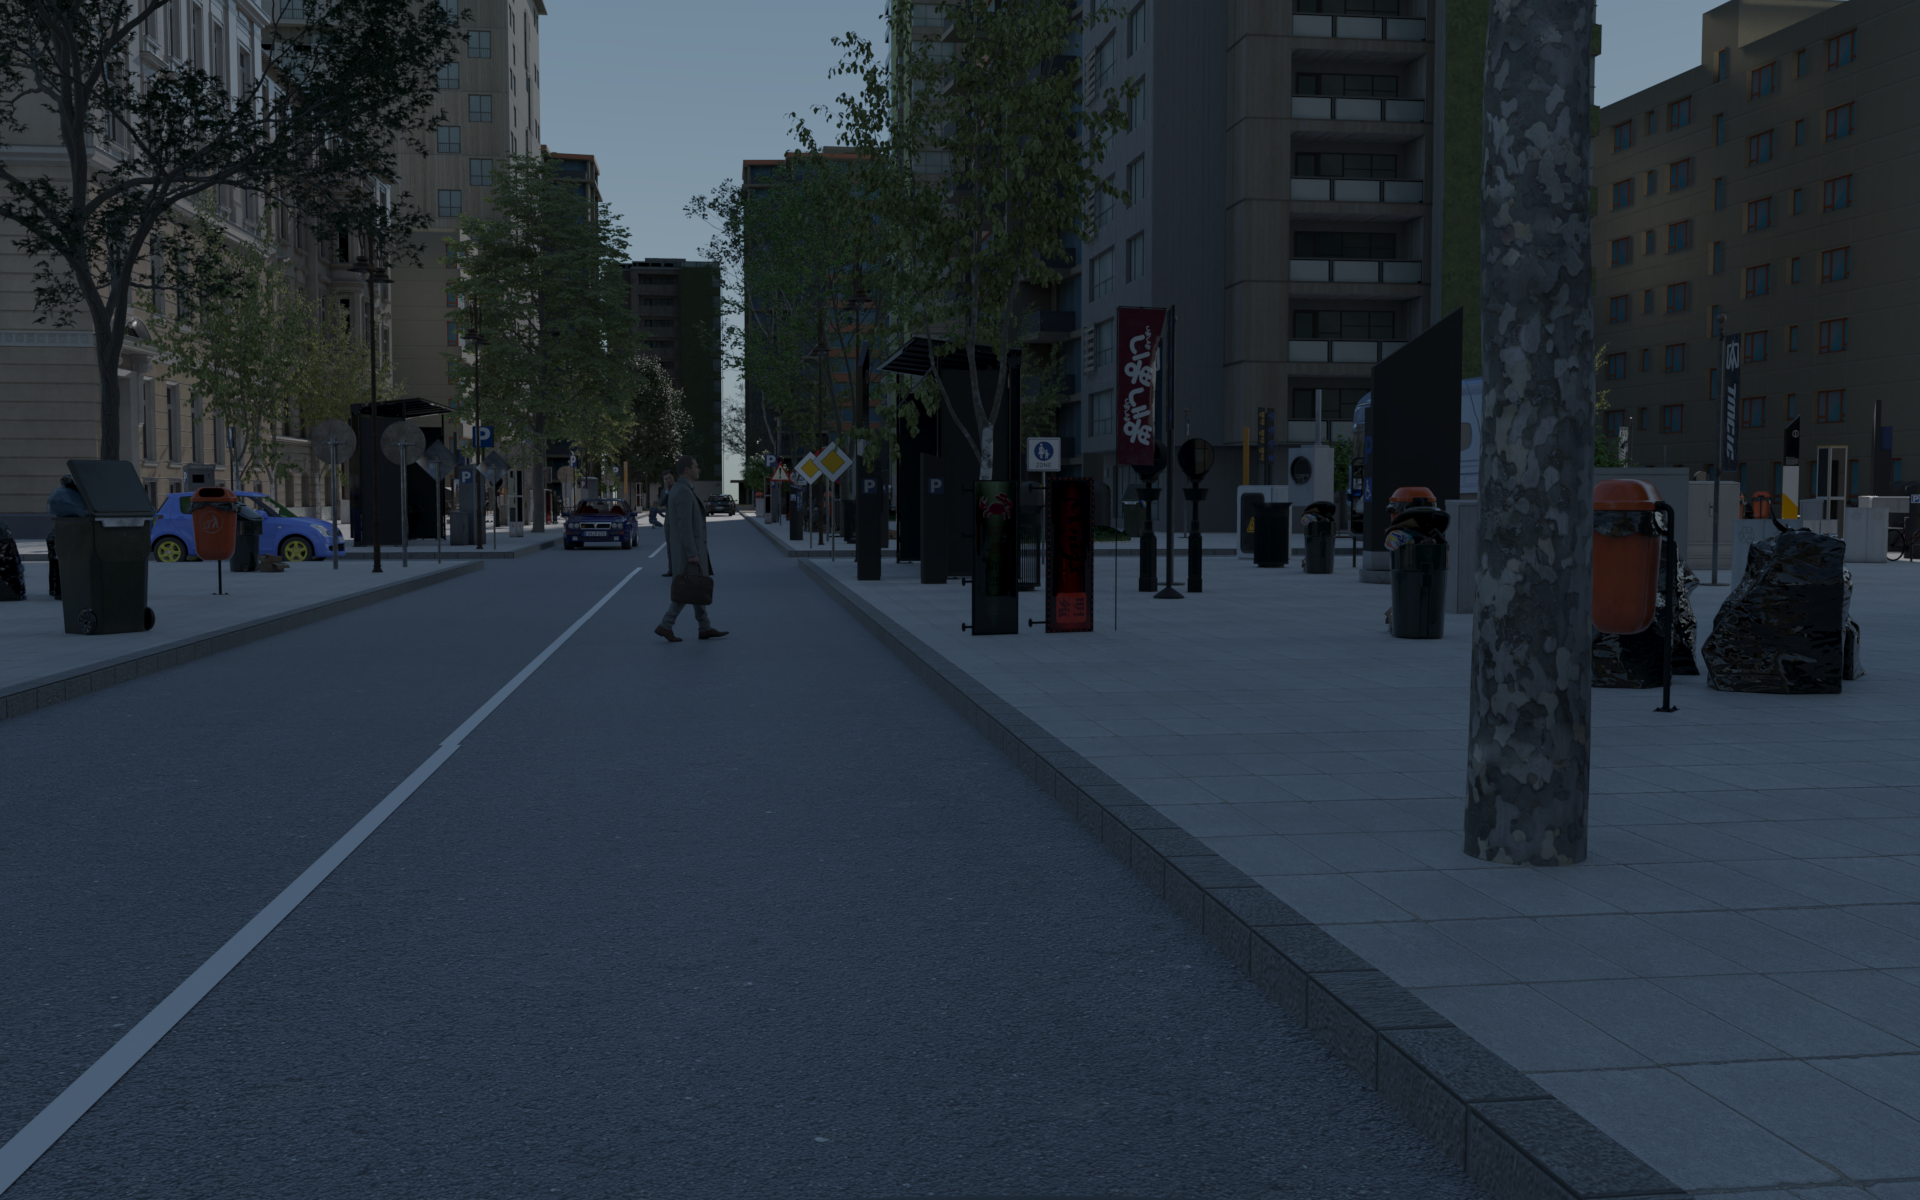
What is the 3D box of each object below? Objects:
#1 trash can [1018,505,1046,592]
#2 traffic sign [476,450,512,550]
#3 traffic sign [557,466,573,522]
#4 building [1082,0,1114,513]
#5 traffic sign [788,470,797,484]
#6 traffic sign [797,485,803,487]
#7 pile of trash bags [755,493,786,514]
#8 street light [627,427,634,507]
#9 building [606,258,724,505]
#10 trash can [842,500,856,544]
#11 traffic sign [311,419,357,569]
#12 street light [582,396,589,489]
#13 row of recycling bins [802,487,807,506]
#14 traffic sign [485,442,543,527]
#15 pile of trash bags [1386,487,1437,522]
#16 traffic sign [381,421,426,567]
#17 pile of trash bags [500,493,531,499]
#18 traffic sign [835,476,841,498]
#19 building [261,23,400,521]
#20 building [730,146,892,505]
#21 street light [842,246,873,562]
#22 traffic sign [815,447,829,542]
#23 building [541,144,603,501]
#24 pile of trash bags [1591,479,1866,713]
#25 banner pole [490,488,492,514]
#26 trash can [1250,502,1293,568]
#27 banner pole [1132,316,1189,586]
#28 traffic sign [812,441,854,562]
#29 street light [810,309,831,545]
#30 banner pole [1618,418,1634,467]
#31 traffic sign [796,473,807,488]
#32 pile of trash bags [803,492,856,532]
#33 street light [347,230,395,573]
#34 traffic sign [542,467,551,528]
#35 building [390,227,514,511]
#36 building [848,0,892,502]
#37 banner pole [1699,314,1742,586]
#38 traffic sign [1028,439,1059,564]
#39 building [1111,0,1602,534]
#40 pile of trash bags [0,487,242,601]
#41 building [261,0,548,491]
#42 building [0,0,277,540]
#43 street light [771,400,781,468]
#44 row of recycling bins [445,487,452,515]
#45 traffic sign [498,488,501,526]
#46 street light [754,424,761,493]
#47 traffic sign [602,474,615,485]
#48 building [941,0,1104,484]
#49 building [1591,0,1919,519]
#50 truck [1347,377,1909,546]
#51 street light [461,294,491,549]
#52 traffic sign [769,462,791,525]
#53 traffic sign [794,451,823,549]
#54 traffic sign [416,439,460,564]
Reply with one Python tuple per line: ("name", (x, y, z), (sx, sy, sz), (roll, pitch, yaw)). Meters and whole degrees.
("trash can", (0.767, -0.691, 22.944), (0.748, 1.137, 0.748), (0, 3, 0))
("traffic sign", (-10.690, -2.209, 39.756), (0.795, 2.450, 0.064), (0, 4, -8))
("traffic sign", (-17.918, -4.808, 78.717), (0.768, 2.556, 0.104), (0, 4, -2))
("building", (2.639, -27.219, 128.622), (14.154, 41.232, 14.086), (0, 4, -8))
("traffic sign", (-8.600, -5.528, 90.490), (0.768, 2.556, 0.104), (0, 4, -7))
("traffic sign", (-10.208, -6.749, 110.455), (0.768, 2.556, 0.104), (0, 4, 0))
("pile of trash bags", (-12.341, -6.216, 111.380), (1.912, 1.369, 3.447), (1, 4, 16))
("street light", (-20.957, -8.392, 109.989), (0.468, 5.910, 1.993), (0, 4, -8))
("building", (-36.536, -27.113, 214.992), (14.107, 30.474, 14.160), (0, 4, -8))
("trash can", (-2.698, -2.023, 44.723), (0.748, 1.137, 0.748), (0, 3, 0))
("traffic sign", (-10.689, -1.802, 29.576), (0.768, 2.556, 0.104), (0, 4, -2))
("street light", (-16.196, -6.254, 75.042), (0.468, 5.910, 1.993), (0, 4, -8))
("row of recycling bins", (-9.519, -5.919, 103.887), (1.069, 1.692, 3.534), (0, 4, 6))
("traffic sign", (-17.526, -4.542, 68.131), (2.265, 3.308, 0.079), (0, 4, -2))
("pile of trash bags", (7.065, -0.751, 22.038), (3.447, 1.369, 1.912), (-1, 4, -12))
("traffic sign", (-9.742, -1.848, 30.328), (0.768, 2.556, 0.104), (0, 4, -5))
("pile of trash bags", (-26.764, -5.736, 103.540), (1.912, 1.369, 3.447), (-3, 4, -38))
("traffic sign", (-5.705, -5.059, 82.824), (0.768, 2.556, 0.104), (0, 4, -5))
("building", (-36.042, -16.216, 84.224), (14.460, 24.649, 34.723), (0, 4, -8))
("building", (-14.925, -34.641, 220.997), (28.867, 44.769, 22.147), (0, 4, -8))
("street light", (-1.915, -3.651, 32.489), (0.468, 5.910, 1.993), (0, 4, -8))
("traffic sign", (-3.571, -2.849, 46.683), (0.768, 2.556, 0.104), (0, 4, -2))
("building", (-59.152, -34.231, 214.307), (28.867, 44.769, 22.147), (0, 4, -8))
("pile of trash bags", (4.828, -0.107, 11.495), (1.912, 1.369, 3.447), (3, 4, 36))
("banner pole", (-29.899, -7.402, 111.041), (0.401, 3.779, 0.863), (3, 5, 45))
("trash can", (5.445, -1.140, 30.285), (0.748, 1.137, 0.748), (0, 3, 0))
("banner pole", (2.795, -2.107, 24.460), (0.863, 3.779, 0.401), (3, 4, 38))
("traffic sign", (-2.409, -1.785, 32.824), (0.795, 2.450, 0.064), (0, 4, -8))
("street light", (-3.502, -4.322, 43.457), (0.468, 5.910, 1.993), (0, 4, -8))
("banner pole", (21.759, -4.072, 56.587), (0.863, 3.779, 0.401), (-2, 4, -31))
("traffic sign", (-7.482, -4.862, 81.616), (0.606, 2.300, 0.079), (0, 4, 0))
("pile of trash bags", (-4.460, -3.043, 59.503), (1.912, 1.369, 3.447), (0, 4, -7))
("street light", (-9.541, -3.388, 28.186), (0.468, 5.910, 1.993), (0, 4, -8))
("traffic sign", (-15.761, -3.878, 65.528), (0.606, 2.300, 0.079), (0, 4, -4))
("building", (-48.117, -17.129, 125.104), (27.650, 21.520, 28.899), (0, 4, -8))
("building", (1.503, -52.117, 164.783), (22.319, 86.520, 31.000), (0, 4, -8))
("banner pole", (10.579, -2.075, 23.943), (0.401, 3.779, 0.863), (0, 4, 0))
("traffic sign", (1.514, -1.795, 31.482), (0.606, 2.300, 0.079), (0, 4, -8))
("building", (12.435, -23.032, 60.167), (14.086, 41.232, 14.154), (0, 4, -8))
("pile of trash bags", (-10.749, -0.719, 21.504), (3.447, 1.369, 1.912), (-1, 4, -14))
("building", (-53.373, -34.951, 160.681), (27.495, 52.752, 28.713), (0, 4, -8))
("building", (-31.807, -16.576, 56.918), (13.634, 28.700, 20.117), (0, 4, -8))
("street light", (-8.391, -6.508, 79.199), (0.468, 5.910, 1.993), (0, 4, -8))
("row of recycling bins", (-31.342, -6.040, 105.863), (1.069, 1.692, 3.534), (-1, 4, -12))
("traffic sign", (-18.275, -4.194, 68.684), (0.768, 2.556, 0.104), (0, 4, -3))
("street light", (-13.315, -8.644, 114.123), (0.468, 5.910, 1.993), (0, 4, -8))
("traffic sign", (-21.003, -6.326, 103.542), (0.768, 2.556, 0.104), (0, 4, 0))
("building", (10.665, -26.864, 93.850), (22.147, 44.769, 28.867), (0, 4, -8))
("building", (44.257, -13.806, 70.774), (28.899, 21.520, 27.650), (0, 4, -8))
("truck", (17.703, -3.106, 40.535), (18.799, 4.110, 2.967), (-1, 4, -9))
("street light", (-11.176, -4.119, 40.131), (0.468, 5.910, 1.993), (0, 4, -8))
("traffic sign", (-7.338, -4.326, 70.738), (0.884, 2.594, 0.081), (0, 4, -5))
("traffic sign", (-3.513, -2.269, 40.733), (0.795, 2.450, 0.064), (0, 4, -8))
("traffic sign", (-9.587, -1.725, 31.847), (0.795, 2.450, 0.064), (0, 4, -8))
